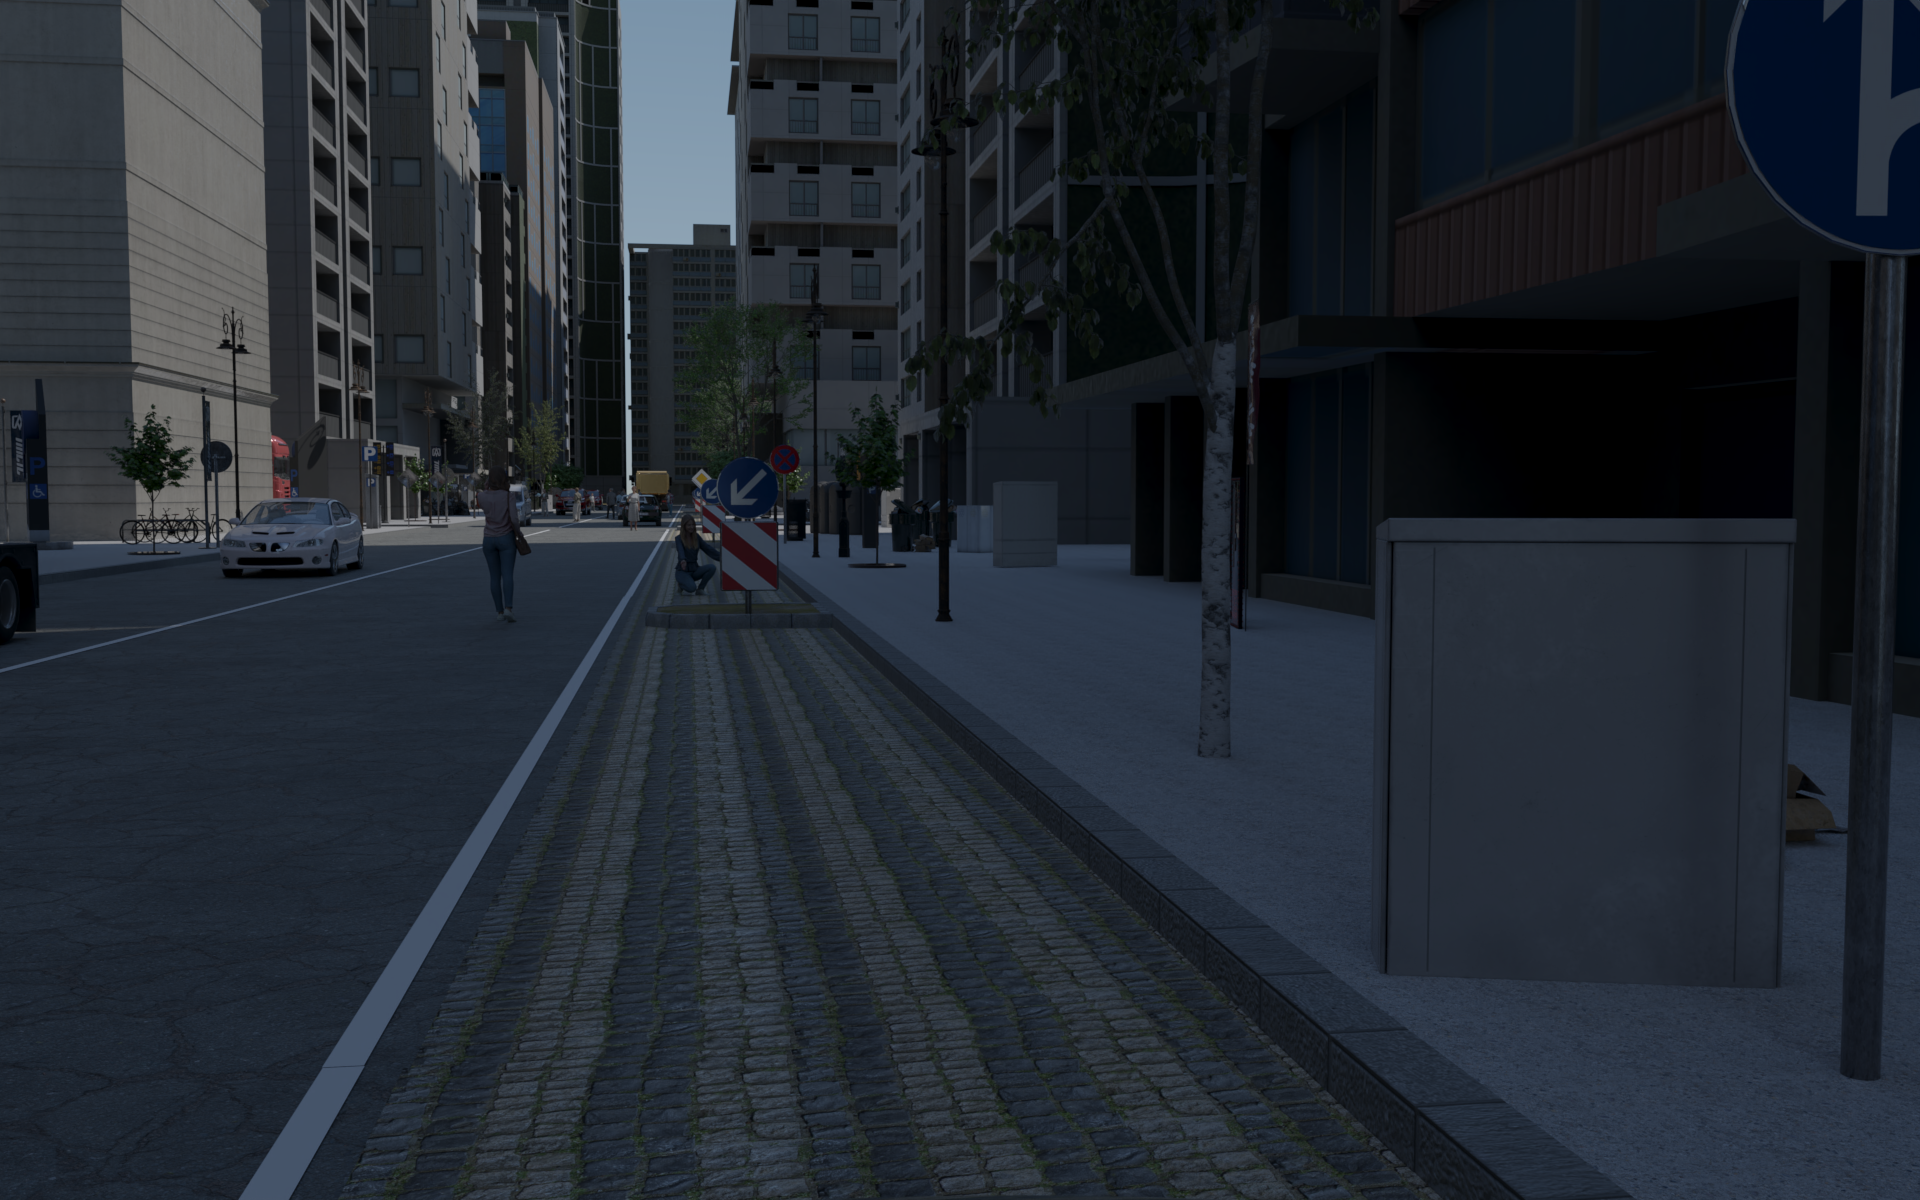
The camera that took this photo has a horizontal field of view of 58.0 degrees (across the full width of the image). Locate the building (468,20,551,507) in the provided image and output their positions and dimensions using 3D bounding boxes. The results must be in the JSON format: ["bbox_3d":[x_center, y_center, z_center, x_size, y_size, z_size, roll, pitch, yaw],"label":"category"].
[{"bbox_3d":[-48.276,-31.670,167.915,14.600,45.320,14.200,-1,4,-9],"label":"building"}]

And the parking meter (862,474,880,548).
[{"bbox_3d":[-2.107,-2.160,41.035,0.399,1.863,0.255,-1,4,-17],"label":"parking meter"}]

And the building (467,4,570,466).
[{"bbox_3d":[-61.681,-40.697,207.390,28.212,58.520,21.231,-1,4,-9],"label":"building"}]

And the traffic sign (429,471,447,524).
[{"bbox_3d":[-22.502,-4.345,74.679,0.795,2.450,0.064,-1,4,-9],"label":"traffic sign"}]

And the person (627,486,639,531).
[{"bbox_3d":[-12.777,-3.593,67.816,0.480,1.755,0.524,-1,4,-23],"label":"person"}]

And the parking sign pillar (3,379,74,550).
[{"bbox_3d":[-21.318,-3.149,39.957,1.447,3.967,1.447,-2,4,-30],"label":"parking sign pillar"}]

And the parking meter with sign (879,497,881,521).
[{"bbox_3d":[-4.109,-5.211,81.460,1.738,3.016,0.543,-3,5,-41],"label":"parking meter with sign"}]

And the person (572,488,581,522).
[{"bbox_3d":[-19.837,-4.926,89.589,0.362,1.759,0.519,2,4,31],"label":"person"}]

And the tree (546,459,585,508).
[{"bbox_3d":[-38.743,-11.484,171.481,4.285,4.588,4.351,0,3,0],"label":"tree"}]

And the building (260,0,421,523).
[{"bbox_3d":[-37.874,-39.453,83.307,20.563,71.187,20.611,-1,4,-9],"label":"building"}]

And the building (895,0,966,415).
[{"bbox_3d":[4.391,-19.470,90.034,14.107,30.474,14.160,-1,4,-9],"label":"building"}]

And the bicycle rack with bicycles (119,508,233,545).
[{"bbox_3d":[-20.604,-1.956,45.359,2.925,0.926,2.852,-2,4,-34],"label":"bicycle rack with bicycles"}]

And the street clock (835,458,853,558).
[{"bbox_3d":[-2.346,-1.864,35.048,0.358,2.002,0.471,1,4,14],"label":"street clock"}]

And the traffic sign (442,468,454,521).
[{"bbox_3d":[-24.771,-5.102,83.530,0.768,2.556,0.104,0,4,-4],"label":"traffic sign"}]

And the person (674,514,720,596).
[{"bbox_3d":[-3.638,-0.629,24.286,1.012,1.151,0.738,-3,4,-39],"label":"person"}]

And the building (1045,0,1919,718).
[{"bbox_3d":[14.132,-22.050,15.150,22.147,44.769,28.867,-1,4,-9],"label":"building"}]

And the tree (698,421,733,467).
[{"bbox_3d":[-22.964,-13.198,166.141,4.737,8.622,4.395,0,3,0],"label":"tree"}]

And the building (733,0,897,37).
[{"bbox_3d":[-9.448,-36.384,184.123,28.713,52.752,27.495,-1,4,-9],"label":"building"}]

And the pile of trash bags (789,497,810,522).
[{"bbox_3d":[-6.719,-4.324,80.447,1.912,1.369,3.447,-2,4,-33],"label":"pile of trash bags"}]

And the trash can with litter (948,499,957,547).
[{"bbox_3d":[-0.558,-1.847,41.586,0.624,1.170,1.055,3,5,42],"label":"trash can with litter"}]

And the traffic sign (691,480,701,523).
[{"bbox_3d":[-11.438,-4.449,76.380,0.795,2.450,0.064,-1,4,-9],"label":"traffic sign"}]

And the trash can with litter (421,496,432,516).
[{"bbox_3d":[-30.913,-5.393,99.559,1.055,1.170,0.624,1,4,10],"label":"trash can with litter"}]

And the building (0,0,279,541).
[{"bbox_3d":[-44.908,-16.792,50.969,44.131,29.872,17.030,-1,4,-9],"label":"building"}]

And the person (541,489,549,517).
[{"bbox_3d":[-26.446,-6.189,110.236,0.519,1.759,0.362,0,4,7],"label":"person"}]

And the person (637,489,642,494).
[{"bbox_3d":[-24.642,-7.618,133.169,0.853,1.813,0.709,-3,5,-40],"label":"person"}]

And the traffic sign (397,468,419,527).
[{"bbox_3d":[-21.269,-3.862,66.789,0.795,2.450,0.064,-1,4,-9],"label":"traffic sign"}]

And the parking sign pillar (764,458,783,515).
[{"bbox_3d":[-11.386,-7.095,104.476,1.447,3.967,1.447,-1,4,-18],"label":"parking sign pillar"}]

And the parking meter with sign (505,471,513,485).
[{"bbox_3d":[-33.465,-8.108,128.827,0.543,3.016,1.738,1,4,16],"label":"parking meter with sign"}]

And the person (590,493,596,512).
[{"bbox_3d":[-30.148,-8.015,142.137,0.523,1.515,0.503,1,4,14],"label":"person"}]

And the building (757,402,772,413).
[{"bbox_3d":[-12.157,-23.943,163.167,14.160,30.474,14.107,-1,4,-9],"label":"building"}]

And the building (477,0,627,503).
[{"bbox_3d":[-57.850,-49.202,242.711,20.611,71.187,20.563,-1,4,-9],"label":"building"}]

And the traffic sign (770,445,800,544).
[{"bbox_3d":[-4.522,-2.730,44.734,0.768,2.556,0.104,0,4,-8],"label":"traffic sign"}]

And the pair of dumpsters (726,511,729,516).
[{"bbox_3d":[-13.527,-6.175,103.447,1.574,2.255,4.437,-1,4,-9],"label":"pair of dumpsters"}]

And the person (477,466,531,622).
[{"bbox_3d":[-5.159,-0.637,19.508,0.593,1.750,0.643,0,4,3],"label":"person"}]

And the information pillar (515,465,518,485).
[{"bbox_3d":[-35.669,-9.084,139.878,0.504,3.616,0.183,0,4,7],"label":"information pillar"}]

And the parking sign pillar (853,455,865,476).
[{"bbox_3d":[-6.169,-7.296,107.763,1.447,3.967,1.447,2,4,25],"label":"parking sign pillar"}]

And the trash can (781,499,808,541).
[{"bbox_3d":[-4.517,-2.185,47.382,0.748,1.137,0.748,0,3,0],"label":"trash can"}]

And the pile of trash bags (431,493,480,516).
[{"bbox_3d":[-29.976,-5.742,103.642,1.912,1.369,3.447,3,5,44],"label":"pile of trash bags"}]

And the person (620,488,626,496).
[{"bbox_3d":[-21.836,-6.358,112.627,0.473,1.802,0.592,1,4,23],"label":"person"}]

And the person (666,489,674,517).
[{"bbox_3d":[-18.266,-6.107,109.186,0.563,1.720,0.643,2,4,31],"label":"person"}]

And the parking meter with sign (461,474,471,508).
[{"bbox_3d":[-38.748,-8.523,135.613,0.543,3.016,1.738,-2,4,-27],"label":"parking meter with sign"}]

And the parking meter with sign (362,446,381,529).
[{"bbox_3d":[-21.710,-4.145,64.027,0.543,3.016,1.738,-1,4,-13],"label":"parking meter with sign"}]

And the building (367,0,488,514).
[{"bbox_3d":[-47.544,-32.277,116.973,28.713,52.752,27.495,-1,4,-9],"label":"building"}]

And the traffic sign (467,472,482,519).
[{"bbox_3d":[-25.030,-5.392,89.337,0.795,2.450,0.064,0,4,-4],"label":"traffic sign"}]

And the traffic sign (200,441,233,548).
[{"bbox_3d":[-17.794,-2.529,41.462,0.768,2.556,0.104,0,4,-1],"label":"traffic sign"}]

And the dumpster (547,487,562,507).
[{"bbox_3d":[-34.394,-8.647,147.141,1.264,1.857,1.865,-1,4,-9],"label":"dumpster"}]

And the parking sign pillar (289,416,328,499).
[{"bbox_3d":[-22.384,-4.345,59.512,1.447,3.967,1.447,2,4,26],"label":"parking sign pillar"}]

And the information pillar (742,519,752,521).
[{"bbox_3d":[-8.269,-3.836,67.206,0.304,2.012,0.304,3,4,38],"label":"information pillar"}]

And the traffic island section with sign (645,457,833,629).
[{"bbox_3d":[-2.478,-0.647,19.205,1.989,1.847,2.006,-1,4,-9],"label":"traffic island section with sign"}]

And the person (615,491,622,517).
[{"bbox_3d":[-21.165,-5.951,107.607,0.589,1.601,0.330,-3,4,-37],"label":"person"}]

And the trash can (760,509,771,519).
[{"bbox_3d":[-10.178,-4.823,90.513,0.748,1.137,0.748,0,3,0],"label":"trash can"}]

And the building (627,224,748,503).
[{"bbox_3d":[-36.032,-34.269,252.182,23.993,40.220,32.217,-1,4,-9],"label":"building"}]

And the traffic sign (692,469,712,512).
[{"bbox_3d":[-10.205,-3.966,68.490,0.795,2.450,0.064,-1,4,-9],"label":"traffic sign"}]

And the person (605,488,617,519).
[{"bbox_3d":[-20.225,-5.587,100.253,0.661,1.777,0.834,-3,4,-39],"label":"person"}]

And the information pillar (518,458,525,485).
[{"bbox_3d":[-28.458,-7.435,112.921,0.183,3.616,0.504,0,4,5],"label":"information pillar"}]

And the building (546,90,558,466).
[{"bbox_3d":[-50.141,-32.544,182.207,14.600,45.320,14.200,-1,4,-9],"label":"building"}]

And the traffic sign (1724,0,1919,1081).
[{"bbox_3d":[1.989,-0.223,3.747,0.768,2.556,0.104,0,4,-2],"label":"traffic sign"}]

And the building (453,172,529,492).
[{"bbox_3d":[-46.424,-23.389,154.104,14.160,30.474,14.107,-1,4,-9],"label":"building"}]

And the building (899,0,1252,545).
[{"bbox_3d":[9.671,-37.257,47.408,20.563,71.187,20.611,-1,4,-9],"label":"building"}]

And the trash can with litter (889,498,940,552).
[{"bbox_3d":[-1.044,-1.654,38.429,1.055,1.170,0.624,2,4,24],"label":"trash can with litter"}]
